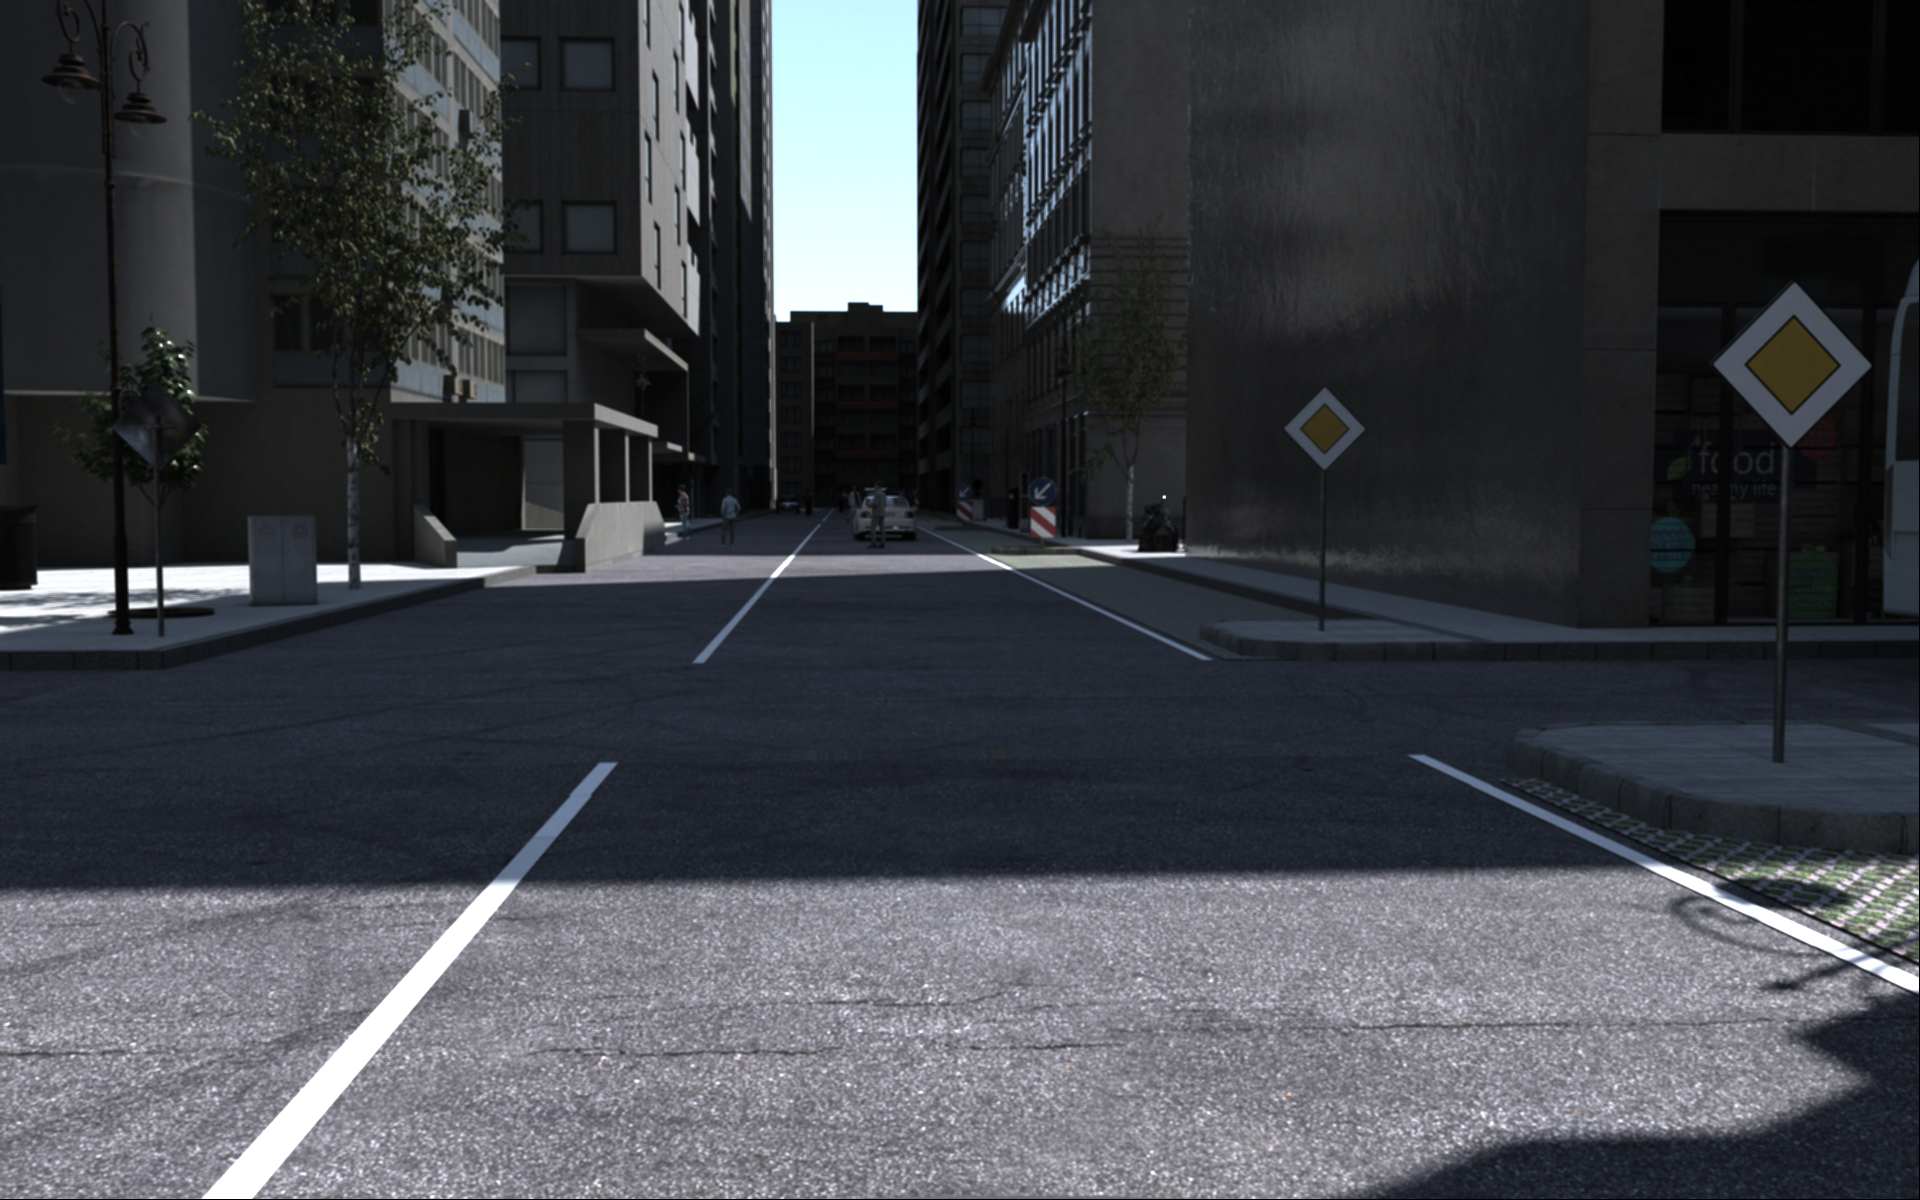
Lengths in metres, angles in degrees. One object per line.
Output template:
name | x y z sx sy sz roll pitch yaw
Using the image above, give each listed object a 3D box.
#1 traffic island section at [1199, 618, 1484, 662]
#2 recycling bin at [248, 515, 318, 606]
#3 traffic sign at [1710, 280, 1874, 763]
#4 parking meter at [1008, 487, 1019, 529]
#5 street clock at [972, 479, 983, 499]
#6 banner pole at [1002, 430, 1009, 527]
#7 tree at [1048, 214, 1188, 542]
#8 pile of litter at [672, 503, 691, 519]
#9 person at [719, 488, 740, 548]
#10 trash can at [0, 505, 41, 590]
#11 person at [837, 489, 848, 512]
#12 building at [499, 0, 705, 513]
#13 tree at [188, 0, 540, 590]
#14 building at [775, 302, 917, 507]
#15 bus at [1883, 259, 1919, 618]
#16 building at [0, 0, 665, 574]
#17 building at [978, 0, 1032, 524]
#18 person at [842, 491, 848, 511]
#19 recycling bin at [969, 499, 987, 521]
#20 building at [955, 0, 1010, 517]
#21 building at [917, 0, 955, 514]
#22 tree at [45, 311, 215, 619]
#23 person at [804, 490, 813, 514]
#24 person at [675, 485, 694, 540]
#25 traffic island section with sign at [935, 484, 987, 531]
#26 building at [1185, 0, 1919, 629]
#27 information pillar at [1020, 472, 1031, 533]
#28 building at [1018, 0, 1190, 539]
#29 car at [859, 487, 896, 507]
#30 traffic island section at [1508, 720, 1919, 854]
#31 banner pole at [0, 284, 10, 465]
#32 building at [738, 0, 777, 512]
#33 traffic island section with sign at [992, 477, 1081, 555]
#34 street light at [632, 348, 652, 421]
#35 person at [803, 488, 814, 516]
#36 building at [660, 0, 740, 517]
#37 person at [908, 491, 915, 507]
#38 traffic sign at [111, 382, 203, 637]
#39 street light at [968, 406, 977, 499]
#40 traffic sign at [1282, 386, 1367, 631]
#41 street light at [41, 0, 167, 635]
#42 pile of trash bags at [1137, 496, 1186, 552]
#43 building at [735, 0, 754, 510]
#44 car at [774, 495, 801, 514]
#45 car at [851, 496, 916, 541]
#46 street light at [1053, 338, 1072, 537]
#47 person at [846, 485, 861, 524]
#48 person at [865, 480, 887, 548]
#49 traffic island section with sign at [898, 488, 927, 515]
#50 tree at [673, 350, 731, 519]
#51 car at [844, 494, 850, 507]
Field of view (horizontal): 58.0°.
traffic island section | 3.413 0.368 16.267 2.009 0.180 2.903 0 4 -4
recycling bin | -7.900 -0.467 20.188 0.722 1.027 0.722 -1 4 -23
traffic sign | 3.911 -0.280 8.220 0.795 2.450 0.064 0 4 -4
parking meter | 1.975 -3.399 63.981 0.372 1.533 0.369 0 3 0
street clock | 0.831 -4.821 83.387 0.471 2.002 0.358 -1 4 -12
banner pole | 1.795 -4.712 67.065 0.401 3.779 0.863 1 4 12
tree | 4.474 -5.855 46.099 4.737 8.622 4.395 0 3 0
pile of litter | -14.252 -4.591 89.027 1.176 0.858 1.719 1 4 16
person | -6.181 -2.209 46.422 0.589 1.601 0.330 -2 4 -26
trash can | -12.736 -0.708 23.235 0.748 1.137 0.748 0 3 0
person | -9.278 -7.773 135.591 0.705 1.823 1.348 2 4 32
building | -24.959 -29.367 69.391 28.713 52.752 27.495 0 4 -4
tree | -7.948 -4.454 23.190 4.737 8.622 4.395 0 3 0
building | -10.168 -20.966 187.830 28.899 21.520 27.650 0 4 -4
bus | 14.007 -1.109 12.996 13.247 3.499 2.948 0 4 -5
building | -23.340 -21.055 36.127 32.217 40.220 23.993 0 4 -4
building | 7.941 -17.233 79.031 12.463 27.353 25.104 0 4 -4
person | -9.939 -8.497 148.363 0.756 1.711 0.436 0 4 -4
recycling bin | 0.846 -4.248 82.005 0.722 1.027 0.722 1 4 13
building | 6.615 -25.562 101.539 14.154 41.232 14.086 0 4 -4
building | 7.601 -31.701 142.014 21.300 48.544 21.600 0 4 -4
tree | -8.442 -1.454 18.367 1.663 3.219 1.824 0 3 0
person | -10.976 -7.084 125.119 0.742 1.727 0.445 1 4 20
person | -8.497 -2.703 53.527 0.643 1.720 0.563 -1 4 -19
traffic island section with sign | 0.011 -3.649 68.291 1.989 1.847 2.006 0 4 -4
building | 22.221 -13.568 26.357 34.151 26.468 19.350 0 4 -4
information pillar | 2.177 -3.251 57.641 0.304 2.012 0.304 1 4 12
building | 7.668 -12.744 57.515 9.793 20.994 18.267 0 4 -4
car | -4.887 -5.664 101.280 2.281 1.827 5.304 0 4 -2
traffic island section | 3.934 0.855 8.299 2.009 0.180 2.903 0 4 -4
banner pole | -10.225 -1.705 17.889 0.401 3.779 0.863 2 4 27
building | -27.354 -43.821 154.717 20.611 71.187 20.563 0 4 -4
traffic island section with sign | 1.782 -2.004 41.394 1.989 1.847 2.006 0 4 -4
street light | -10.113 -5.040 55.184 0.468 5.910 1.993 0 4 -4
person | -10.146 -6.564 115.835 0.705 1.823 1.348 -2 4 -35
building | -19.929 -25.258 96.566 14.154 41.232 14.086 0 4 -4
person | -3.130 -6.214 111.572 0.415 1.643 0.593 -1 4 -19
traffic sign | -7.183 -0.726 15.520 0.795 2.450 0.064 0 4 -4
street light | 0.660 -7.226 90.929 0.468 5.910 1.993 0 4 -4
traffic sign | 3.390 -0.767 16.188 0.795 2.450 0.064 0 4 -4
street light | -7.664 -2.623 15.680 0.468 5.910 1.993 0 4 -4
pile of trash bags | 5.145 -1.822 39.543 1.912 1.369 3.447 1 4 16
building | -23.174 -29.444 131.514 14.600 45.320 14.200 0 4 -4
car | -12.526 -6.944 126.110 1.945 1.354 3.894 0 4 -6
car | -2.403 -2.597 54.821 2.083 1.381 4.827 0 4 -5
street light | 3.086 -4.810 51.423 0.468 5.910 1.993 0 4 -4
person | -4.993 -4.469 81.450 0.818 1.842 0.514 3 4 37
person | -2.241 -2.290 46.134 0.583 1.804 0.606 1 4 19
traffic island section with sign | -3.235 -6.691 118.023 1.989 1.847 2.006 0 4 -4
tree | -13.811 -8.393 87.593 4.360 8.622 3.978 0 3 0
car | -10.225 -9.205 162.292 2.131 1.459 4.920 0 4 -5
